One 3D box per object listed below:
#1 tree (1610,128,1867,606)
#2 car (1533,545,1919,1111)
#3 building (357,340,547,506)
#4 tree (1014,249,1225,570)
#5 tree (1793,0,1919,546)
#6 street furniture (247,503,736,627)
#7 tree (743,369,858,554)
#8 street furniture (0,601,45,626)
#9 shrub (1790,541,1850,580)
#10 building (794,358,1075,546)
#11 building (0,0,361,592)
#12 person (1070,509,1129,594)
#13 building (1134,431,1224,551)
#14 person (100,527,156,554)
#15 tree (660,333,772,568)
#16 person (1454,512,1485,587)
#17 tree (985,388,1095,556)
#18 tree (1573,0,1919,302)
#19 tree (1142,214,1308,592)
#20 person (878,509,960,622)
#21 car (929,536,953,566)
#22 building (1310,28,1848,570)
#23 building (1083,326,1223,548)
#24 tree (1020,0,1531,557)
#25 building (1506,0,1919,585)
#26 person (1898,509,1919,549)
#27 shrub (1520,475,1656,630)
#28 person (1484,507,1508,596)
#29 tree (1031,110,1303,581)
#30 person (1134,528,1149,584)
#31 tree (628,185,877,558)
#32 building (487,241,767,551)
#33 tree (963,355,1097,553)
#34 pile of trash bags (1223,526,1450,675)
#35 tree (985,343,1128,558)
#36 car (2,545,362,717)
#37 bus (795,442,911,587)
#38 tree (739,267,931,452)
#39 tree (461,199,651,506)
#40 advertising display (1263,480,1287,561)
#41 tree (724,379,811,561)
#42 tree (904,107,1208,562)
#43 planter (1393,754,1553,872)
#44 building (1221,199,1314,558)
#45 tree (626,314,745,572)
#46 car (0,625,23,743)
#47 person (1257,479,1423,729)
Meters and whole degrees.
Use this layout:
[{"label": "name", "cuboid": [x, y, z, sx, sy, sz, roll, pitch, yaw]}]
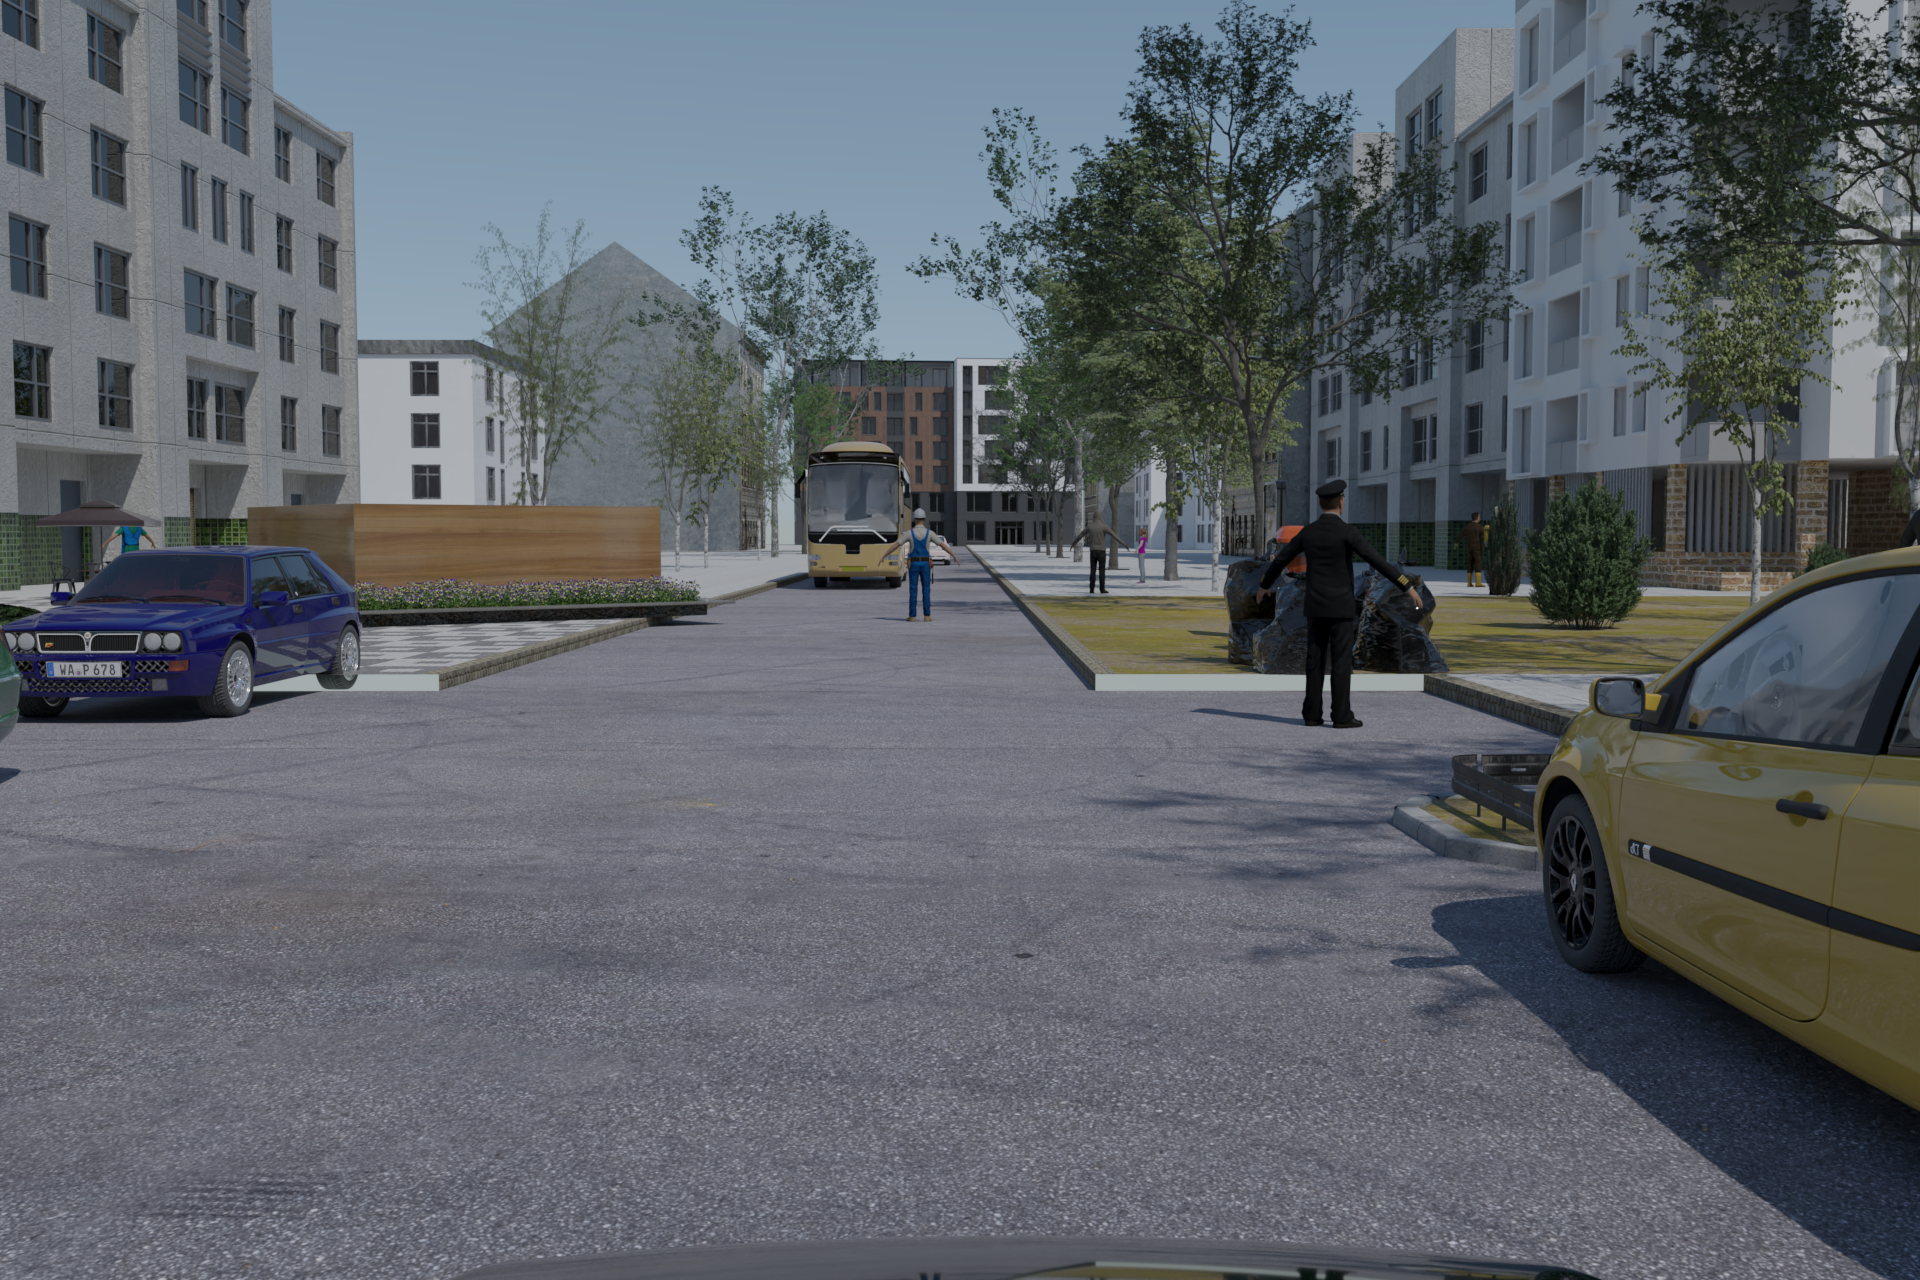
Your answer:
[{"label": "tree", "cuboid": [13.927, -4.905, 30.552, 4.737, 8.622, 4.395, 0, 3, 0]}, {"label": "car", "cuboid": [2.855, 0.349, 4.520, 2.015, 1.641, 3.980, 0, 4, 0]}, {"label": "building", "cuboid": [-25.703, -8.978, 88.933, 9.099, 9.664, 28.070, 0, 4, -1]}, {"label": "tree", "cuboid": [5.525, -8.289, 61.282, 9.928, 11.665, 9.643, 0, 3, 0]}, {"label": "tree", "cuboid": [12.817, -4.476, 23.549, 4.360, 8.622, 3.978, 0, 3, 0]}, {"label": "street furniture", "cuboid": [-8.813, -1.220, 26.793, 9.812, 1.723, 11.010, -3, 5, -40]}, {"label": "tree", "cuboid": [-9.974, -11.239, 109.509, 9.928, 11.665, 9.643, 0, 3, 0]}, {"label": "street furniture", "cuboid": [-12.305, -0.093, 17.144, 5.734, 0.657, 10.072, -1, 4, -13]}, {"label": "shrub", "cuboid": [11.388, -0.715, 22.808, 1.383, 1.207, 1.383, 0, 3, 0]}, {"label": "building", "cuboid": [-3.965, -22.414, 212.907, 32.646, 21.610, 27.936, 0, 4, -6]}, {"label": "building", "cuboid": [-29.845, -10.992, 46.177, 16.747, 18.905, 31.486, 0, 4, 0]}, {"label": "person", "cuboid": [2.976, -1.905, 37.279, 1.348, 1.813, 0.705, 1, 4, 23]}, {"label": "building", "cuboid": [20.590, -12.511, 146.696, 9.099, 9.664, 28.070, 0, 3, 0]}, {"label": "person", "cuboid": [-19.389, -2.100, 40.457, 0.704, 1.817, 1.347, 2, 4, 35]}, {"label": "tree", "cuboid": [-9.343, -6.993, 64.693, 4.737, 8.622, 4.395, 0, 3, 0]}, {"label": "person", "cuboid": [12.466, -2.186, 41.871, 0.704, 1.812, 1.346, -3, 4, -38]}, {"label": "tree", "cuboid": [4.954, -10.303, 102.874, 7.601, 10.594, 8.767, -2, 4, -24]}, {"label": "tree", "cuboid": [8.672, -4.878, 14.174, 7.601, 10.594, 8.767, 2, 4, 27]}, {"label": "tree", "cuboid": [5.773, -5.399, 38.643, 4.737, 8.622, 4.395, 0, 3, 0]}, {"label": "person", "cuboid": [-0.664, -1.226, 28.365, 1.347, 1.847, 0.705, 0, 4, -6]}, {"label": "car", "cuboid": [-1.372, -4.152, 80.242, 2.083, 1.381, 4.827, 0, 4, -1]}, {"label": "building", "cuboid": [25.662, -12.409, 69.346, 16.747, 18.905, 31.486, 0, 3, 0]}, {"label": "building", "cuboid": [22.249, -20.877, 172.275, 19.493, 23.208, 18.063, 0, 3, 0]}, {"label": "tree", "cuboid": [5.156, -5.790, 29.084, 8.767, 10.594, 7.601, 0, 4, 5]}, {"label": "building", "cuboid": [21.828, -11.892, 50.847, 16.016, 20.090, 11.380, 0, 4, 0]}, {"label": "person", "cuboid": [8.423, -0.538, 14.869, 0.705, 1.821, 1.348, 0, 4, -5]}, {"label": "shrub", "cuboid": [8.472, -1.185, 23.408, 1.661, 2.075, 1.752, 0, 3, 0]}, {"label": "person", "cuboid": [11.269, -1.864, 36.240, 0.705, 1.858, 1.354, -1, 4, -9]}, {"label": "tree", "cuboid": [5.392, -7.903, 47.345, 7.486, 12.596, 7.792, 0, 3, 0]}, {"label": "person", "cuboid": [4.671, -2.187, 45.028, 0.599, 1.433, 0.991, 1, 4, 17]}, {"label": "tree", "cuboid": [-11.272, -14.636, 95.192, 12.611, 20.169, 13.585, 0, 3, 0]}, {"label": "building", "cuboid": [-25.968, -18.874, 139.515, 19.493, 23.208, 18.063, 0, 4, -1]}, {"label": "tree", "cuboid": [5.251, -12.660, 117.364, 12.009, 13.543, 11.850, 0, 3, 0]}, {"label": "pile of trash bags", "cuboid": [3.581, -0.464, 17.339, 1.912, 1.369, 3.447, 0, 4, -1]}, {"label": "tree", "cuboid": [5.226, -10.161, 91.889, 9.928, 11.665, 9.643, 0, 3, 0]}, {"label": "car", "cuboid": [-6.506, -0.134, 14.770, 1.945, 1.354, 3.894, 0, 3, 0]}, {"label": "bus", "cuboid": [-2.776, -3.561, 49.775, 2.896, 3.916, 12.252, 0, 4, -1]}, {"label": "tree", "cuboid": [-8.596, -16.252, 121.601, 12.611, 20.169, 13.585, 0, 3, 0]}, {"label": "tree", "cuboid": [-9.641, -5.411, 38.830, 4.360, 8.622, 3.978, 0, 3, 0]}, {"label": "advertising display", "cuboid": [3.847, -0.979, 21.227, 0.123, 1.923, 0.974, 0, 4, 1]}, {"label": "tree", "cuboid": [-9.899, -8.123, 83.169, 4.360, 8.622, 3.978, 0, 3, 0]}, {"label": "tree", "cuboid": [4.005, -13.619, 78.552, 12.611, 20.169, 13.585, 0, 3, 0]}, {"label": "planter", "cuboid": [3.135, 0.793, 8.169, 1.991, 0.319, 1.994, 0, 4, -1]}, {"label": "building", "cuboid": [25.069, -16.135, 94.732, 19.493, 23.208, 18.063, 0, 4, 0]}, {"label": "tree", "cuboid": [-9.709, -6.616, 58.538, 4.360, 8.622, 3.978, 0, 3, 0]}, {"label": "car", "cuboid": [-6.205, 0.245, 7.790, 2.131, 1.459, 4.920, 0, 4, 0]}, {"label": "person", "cuboid": [2.764, -0.274, 12.870, 1.347, 1.837, 0.705, 3, 5, 40]}]
